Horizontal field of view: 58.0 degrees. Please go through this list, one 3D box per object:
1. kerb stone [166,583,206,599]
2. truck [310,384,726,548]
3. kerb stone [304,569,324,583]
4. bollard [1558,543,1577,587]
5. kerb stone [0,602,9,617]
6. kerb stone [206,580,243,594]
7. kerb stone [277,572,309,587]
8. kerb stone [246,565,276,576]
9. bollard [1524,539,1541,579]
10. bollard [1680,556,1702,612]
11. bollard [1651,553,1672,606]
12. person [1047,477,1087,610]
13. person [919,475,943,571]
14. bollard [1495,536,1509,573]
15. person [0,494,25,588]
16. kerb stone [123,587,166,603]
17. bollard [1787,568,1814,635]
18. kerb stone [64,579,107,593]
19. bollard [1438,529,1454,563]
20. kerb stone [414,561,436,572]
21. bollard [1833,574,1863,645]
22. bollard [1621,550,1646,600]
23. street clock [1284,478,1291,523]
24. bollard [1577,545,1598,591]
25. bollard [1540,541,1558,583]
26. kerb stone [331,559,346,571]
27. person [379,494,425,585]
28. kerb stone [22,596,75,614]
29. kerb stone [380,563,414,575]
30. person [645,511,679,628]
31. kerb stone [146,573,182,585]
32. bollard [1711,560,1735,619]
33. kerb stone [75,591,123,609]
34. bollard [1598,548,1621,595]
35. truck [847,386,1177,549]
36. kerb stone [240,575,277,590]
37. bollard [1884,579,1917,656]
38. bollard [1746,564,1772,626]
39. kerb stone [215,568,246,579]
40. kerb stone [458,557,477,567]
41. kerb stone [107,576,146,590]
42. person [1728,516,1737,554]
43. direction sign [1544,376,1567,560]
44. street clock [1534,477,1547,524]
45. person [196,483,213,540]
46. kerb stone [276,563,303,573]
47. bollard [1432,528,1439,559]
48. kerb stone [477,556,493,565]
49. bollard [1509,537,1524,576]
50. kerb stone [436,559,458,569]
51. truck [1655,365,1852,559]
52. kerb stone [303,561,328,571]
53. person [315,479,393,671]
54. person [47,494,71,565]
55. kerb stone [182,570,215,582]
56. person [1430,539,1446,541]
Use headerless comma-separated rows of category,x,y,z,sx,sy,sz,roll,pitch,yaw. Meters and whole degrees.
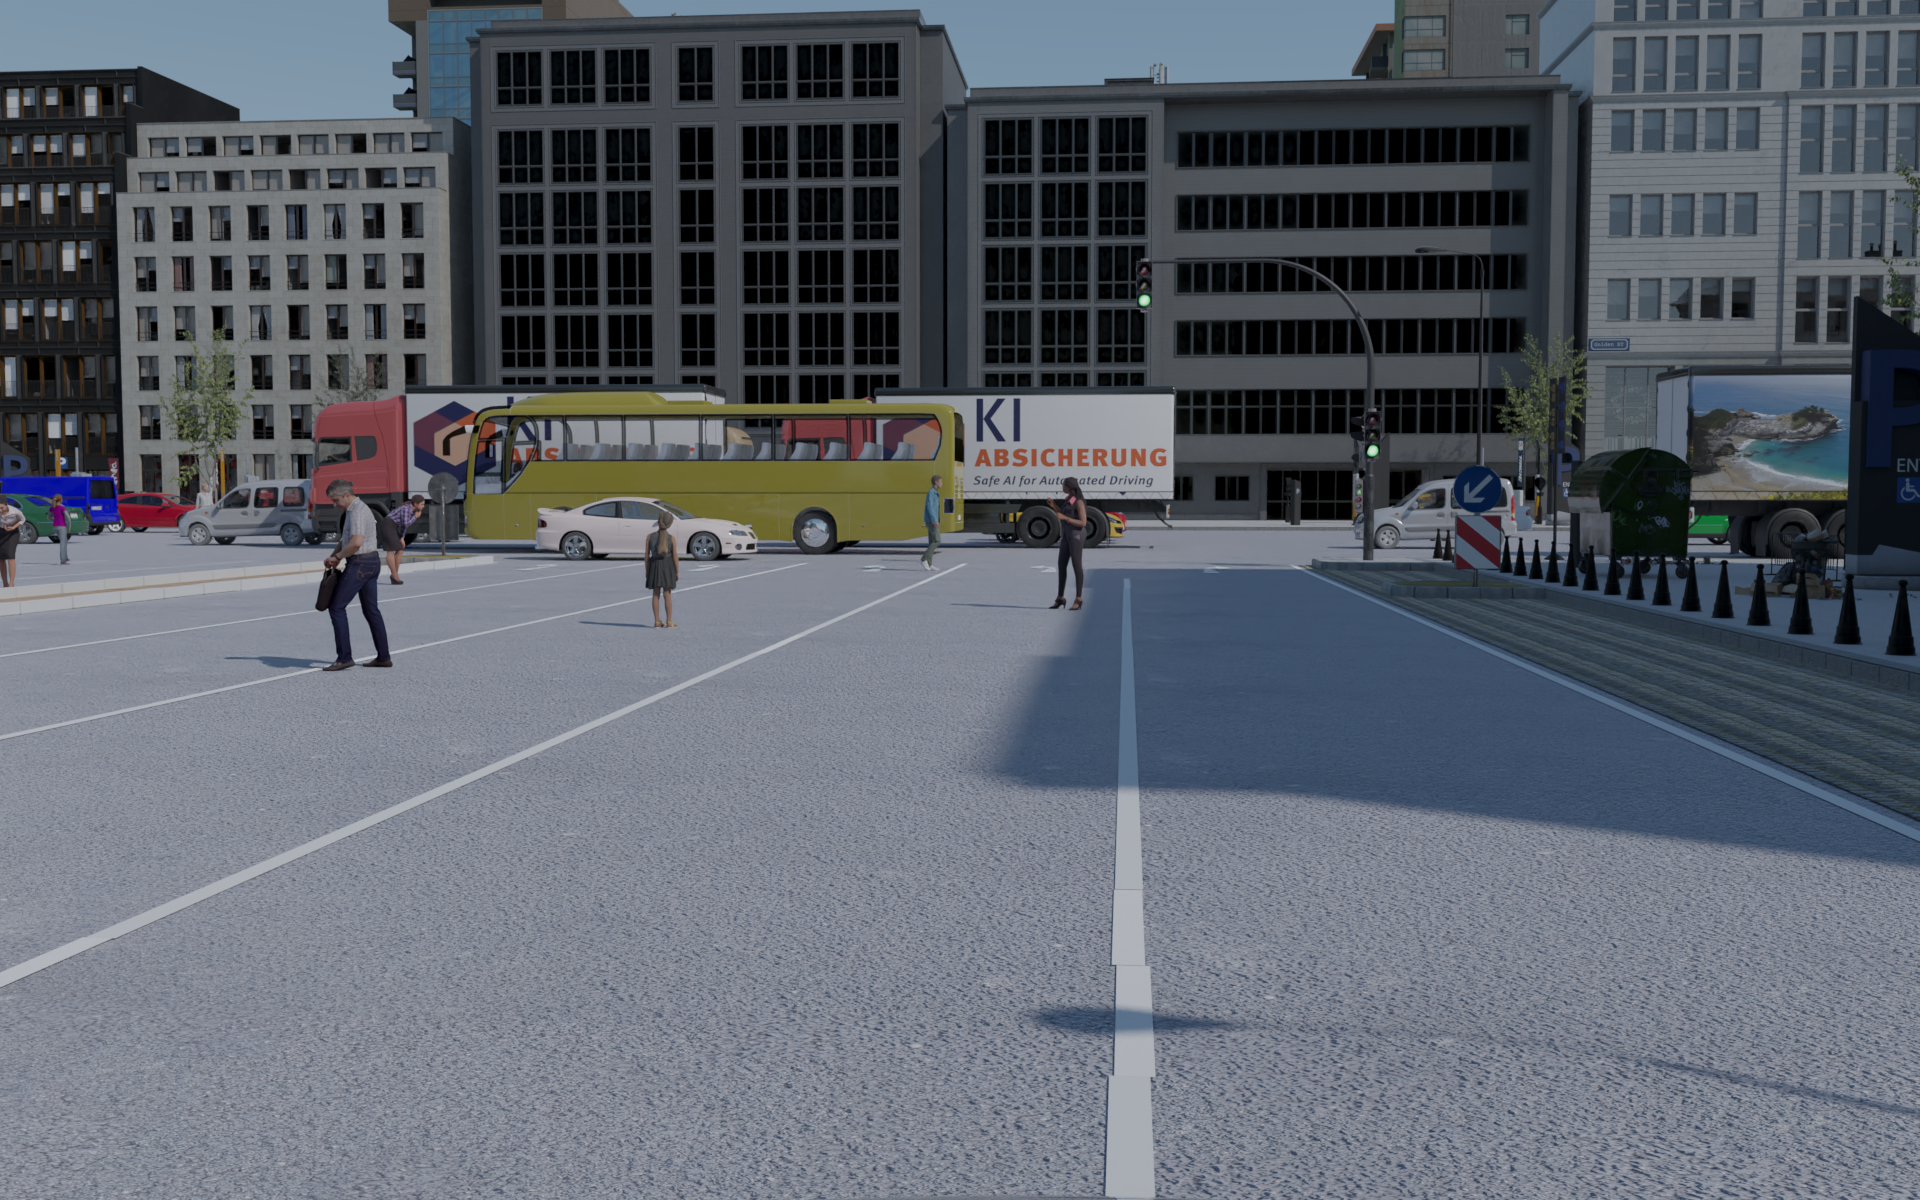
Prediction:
kerb stone,-10.888,-0.115,24.192,0.120,0.150,1.000,0,4,5
truck,-11.956,-3.476,45.751,11.283,4.237,2.839,0,4,5
kerb stone,-10.496,-0.373,28.293,0.120,0.150,1.000,0,4,5
bollard,8.496,-0.492,24.081,0.229,0.601,0.229,0,3,0
kerb stone,-11.278,0.129,20.080,0.120,0.150,1.000,0,4,5
kerb stone,-10.789,-0.185,25.214,0.120,0.150,1.000,0,4,5
kerb stone,-10.592,-0.307,27.270,0.120,0.150,1.000,0,4,5
kerb stone,-12.385,-0.507,30.490,0.120,0.150,1.000,0,4,5
bollard,8.697,-0.617,26.133,0.229,0.601,0.229,0,3,0
bollard,8.009,-0.179,18.960,0.229,0.601,0.229,0,3,0
bollard,8.105,-0.241,19.982,0.229,0.601,0.229,0,3,0
person,1.304,-0.699,21.401,0.593,1.643,0.415,2,4,27
person,-0.544,-1.430,32.218,0.444,1.785,0.601,0,4,8
bollard,8.898,-0.743,28.196,0.229,0.601,0.229,0,3,0
person,-13.675,-0.799,24.753,0.799,1.438,0.628,3,4,37
kerb stone,-10.985,-0.059,23.162,0.120,0.150,1.000,0,4,5
bollard,7.713,0.010,15.872,0.229,0.601,0.229,0,3,0
kerb stone,-12.884,-0.192,25.365,0.120,0.150,1.000,0,4,5
bollard,9.388,-1.056,33.309,0.229,0.601,0.229,0,3,0
kerb stone,-10.106,-0.624,32.394,0.120,0.150,1.000,0,4,5
bollard,7.611,0.074,14.833,0.229,0.601,0.229,0,3,0
bollard,8.200,-0.304,21.005,0.229,0.601,0.229,0,3,0
street clock,14.680,-4.464,77.554,0.358,2.002,0.471,0,4,-1
bollard,8.401,-0.429,23.053,0.229,0.601,0.229,0,3,0
bollard,8.600,-0.555,25.111,0.229,0.601,0.229,0,3,0
kerb stone,-12.090,-0.696,33.572,0.120,0.150,1.000,0,4,5
person,-8.807,-0.956,27.358,0.697,1.427,0.421,-1,4,-9
kerb stone,-11.178,0.071,21.103,0.120,0.150,1.000,0,4,5
kerb stone,-10.192,-0.561,31.371,0.120,0.150,1.000,0,4,5
person,-3.196,-0.330,18.561,0.362,1.253,0.373,0,4,6
kerb stone,-12.687,-0.318,27.418,0.120,0.150,1.000,0,4,5
bollard,7.910,-0.116,17.938,0.229,0.601,0.229,0,3,0
kerb stone,-11.084,0.003,22.140,0.120,0.150,1.000,0,4,5
bollard,8.305,-0.366,22.026,0.229,0.601,0.229,0,3,0
truck,0.132,-3.537,46.738,11.283,4.237,2.839,0,4,7
kerb stone,-10.685,-0.248,26.247,0.120,0.150,1.000,0,4,5
bollard,7.512,0.136,13.811,0.229,0.601,0.229,0,3,0
bollard,7.811,-0.054,16.916,0.229,0.601,0.229,0,3,0
kerb stone,-12.498,-0.443,29.468,0.120,0.150,1.000,0,4,5
kerb stone,-9.898,-0.738,34.453,0.120,0.150,1.000,0,4,5
kerb stone,-12.785,-0.256,26.388,0.120,0.150,1.000,0,4,5
person,18.439,-1.818,41.421,0.628,1.438,0.799,1,4,12
direction sign,11.606,-2.551,33.712,0.379,3.537,0.876,0,4,0
street clock,24.494,-4.194,73.134,0.471,2.002,0.358,2,4,32
person,-23.725,-2.792,54.497,0.694,1.780,0.624,-2,4,-32
kerb stone,-12.301,-0.569,31.519,0.120,0.150,1.000,0,4,5
bollard,9.481,-1.119,34.332,0.229,0.601,0.229,0,3,0
kerb stone,-9.800,-0.811,35.475,0.120,0.150,1.000,0,4,5
bollard,8.795,-0.681,27.174,0.229,0.601,0.229,0,3,0
kerb stone,-9.997,-0.682,33.426,0.120,0.150,1.000,0,4,5
truck,21.603,-3.035,38.541,11.283,4.237,2.839,0,4,5
kerb stone,-12.194,-0.633,32.550,0.120,0.150,1.000,0,4,5
person,-4.943,-0.207,14.104,0.590,1.554,0.614,-1,4,-19
person,-18.175,-1.432,35.144,0.726,1.435,0.776,1,4,8
kerb stone,-12.591,-0.381,28.441,0.120,0.150,1.000,0,4,5
person,14.592,-2.656,52.751,0.655,1.722,0.431,1,4,23
